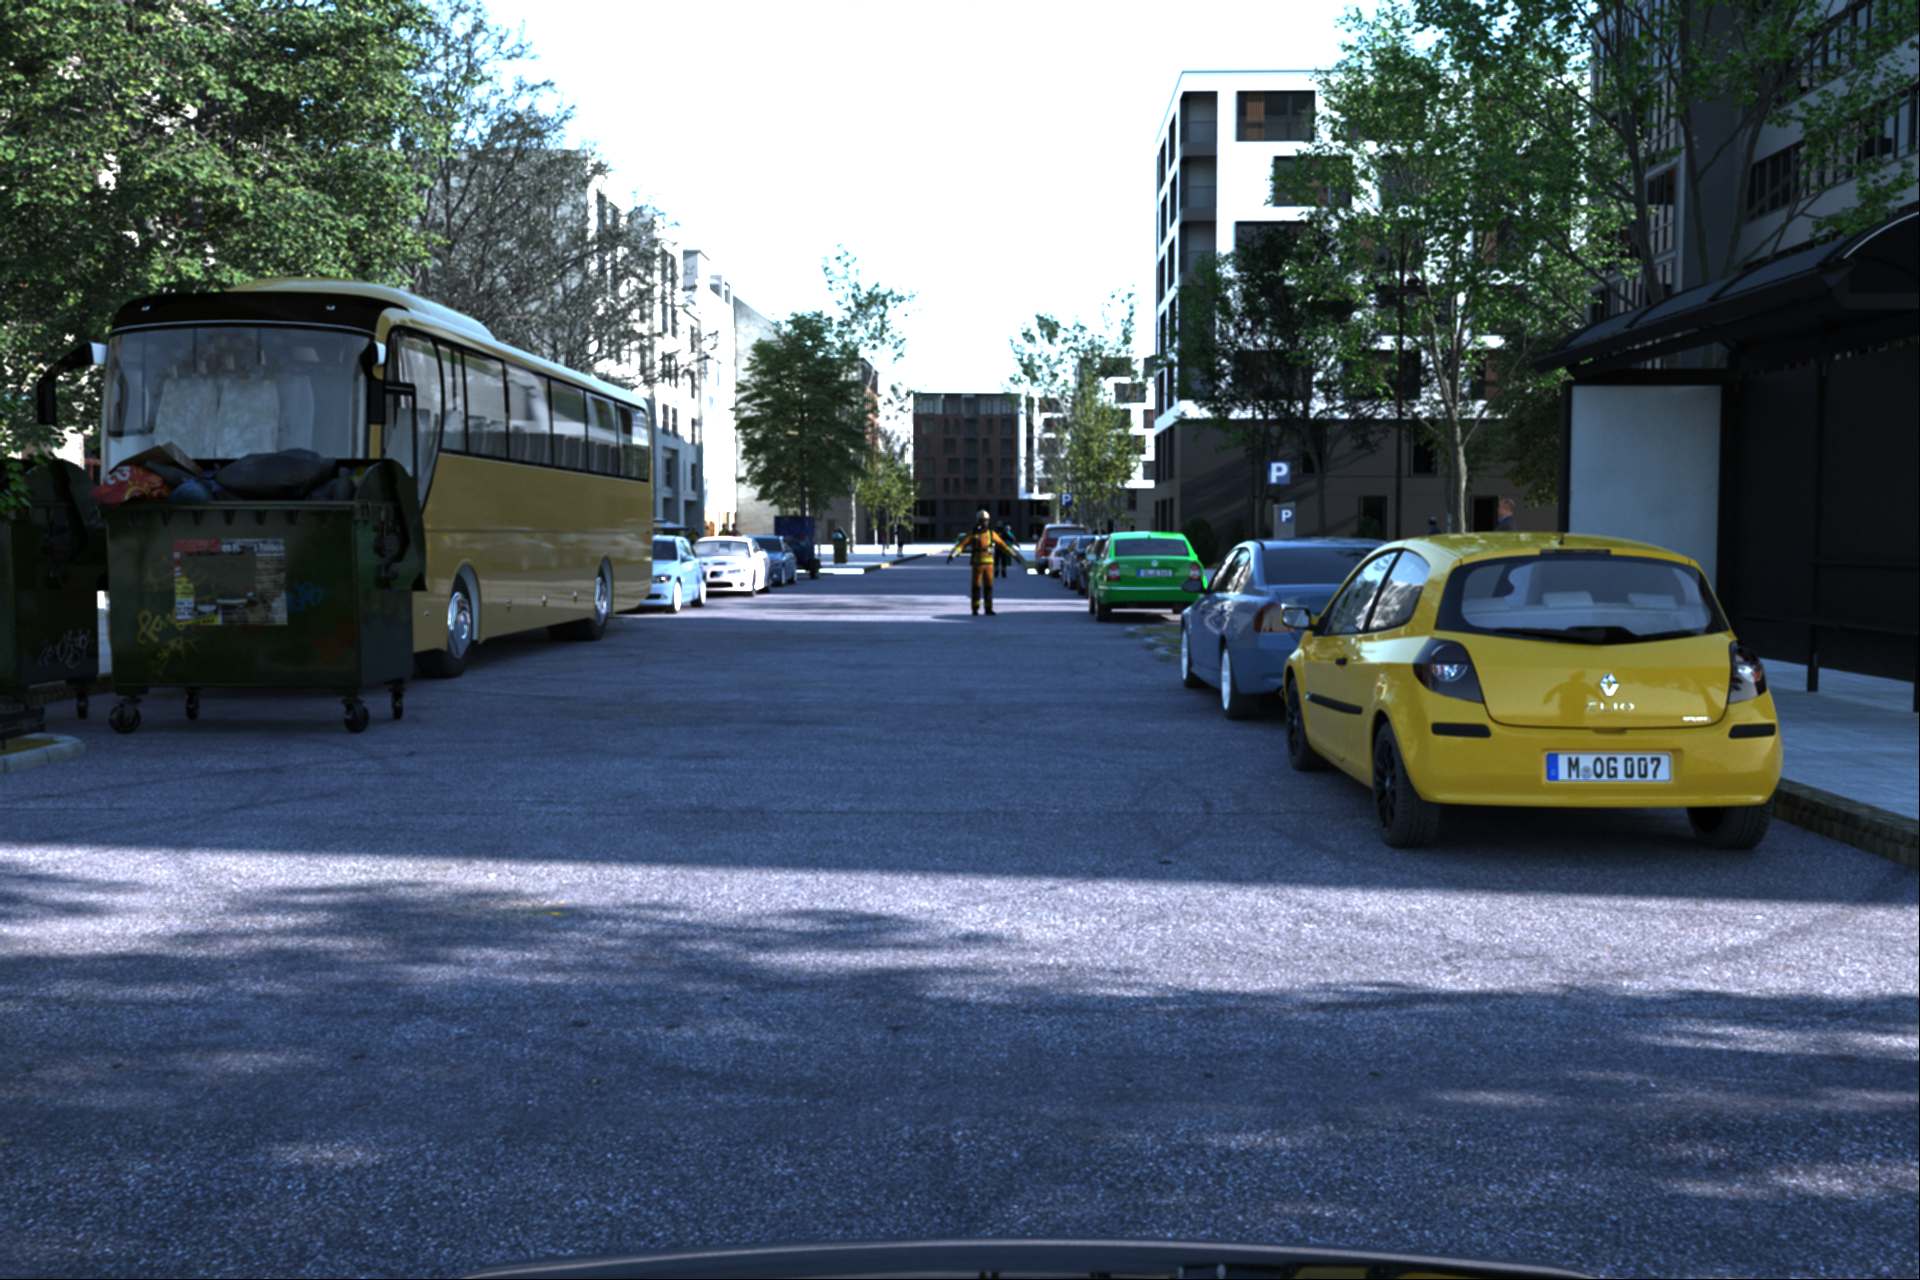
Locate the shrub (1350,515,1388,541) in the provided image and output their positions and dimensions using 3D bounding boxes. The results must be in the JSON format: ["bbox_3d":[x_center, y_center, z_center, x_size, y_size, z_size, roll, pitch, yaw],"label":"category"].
[{"bbox_3d":[16.133,-3.947,68.579,1.661,2.075,1.752,0,3,0],"label":"shrub"}]

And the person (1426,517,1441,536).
[{"bbox_3d":[15.970,-3.225,58.574,0.704,1.849,1.345,3,5,45],"label":"person"}]

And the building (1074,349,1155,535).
[{"bbox_3d":[27.499,-22.233,207.487,27.936,21.610,32.646,0,4,2],"label":"building"}]

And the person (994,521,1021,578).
[{"bbox_3d":[1.328,-2.989,57.109,1.354,1.856,0.705,0,4,8],"label":"person"}]

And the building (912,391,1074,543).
[{"bbox_3d":[5.209,-25.243,259.154,32.646,21.610,27.936,0,4,-5],"label":"building"}]

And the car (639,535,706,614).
[{"bbox_3d":[-5.916,-1.267,32.717,2.014,1.417,4.499,0,4,1],"label":"car"}]

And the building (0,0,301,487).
[{"bbox_3d":[-29.688,-13.348,54.394,11.583,22.565,21.152,0,4,1],"label":"building"}]

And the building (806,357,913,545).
[{"bbox_3d":[-20.866,-22.776,216.365,27.936,21.610,32.646,0,4,2],"label":"building"}]

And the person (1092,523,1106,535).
[{"bbox_3d":[6.910,-4.867,85.508,1.347,1.837,0.705,-2,4,-24],"label":"person"}]

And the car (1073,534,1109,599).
[{"bbox_3d":[3.624,-1.825,39.622,2.009,1.686,4.222,0,3,0],"label":"car"}]

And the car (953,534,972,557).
[{"bbox_3d":[0.563,-6.289,111.614,1.959,1.807,4.718,0,4,2],"label":"car"}]

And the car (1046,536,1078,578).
[{"bbox_3d":[3.919,-2.775,57.729,2.083,1.381,4.827,0,4,1],"label":"car"}]

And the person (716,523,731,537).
[{"bbox_3d":[-11.836,-4.940,86.738,1.349,1.833,0.705,3,5,41],"label":"person"}]

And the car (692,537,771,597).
[{"bbox_3d":[-5.581,-1.752,41.001,2.083,1.381,4.827,0,4,1],"label":"car"}]

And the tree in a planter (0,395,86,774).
[{"bbox_3d":[-6.680,-0.824,10.692,1.991,3.239,1.994,0,4,1],"label":"tree in a planter"}]

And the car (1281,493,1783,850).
[{"bbox_3d":[2.823,0.056,9.309,2.015,1.641,3.980,0,4,2],"label":"car"}]

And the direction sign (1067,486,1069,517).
[{"bbox_3d":[5.069,-5.445,81.027,0.379,3.537,0.876,0,3,0],"label":"direction sign"}]

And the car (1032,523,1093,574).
[{"bbox_3d":[3.794,-3.342,63.316,2.281,1.827,5.304,0,4,1],"label":"car"}]

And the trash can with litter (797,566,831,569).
[{"bbox_3d":[-5.606,-3.296,64.948,1.678,1.210,2.233,0,4,1],"label":"trash can with litter"}]

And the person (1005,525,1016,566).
[{"bbox_3d":[2.082,-4.188,77.055,0.704,1.817,1.347,3,5,45],"label":"person"}]

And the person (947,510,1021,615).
[{"bbox_3d":[0.400,-1.370,30.627,1.354,1.858,0.705,-1,4,-16],"label":"person"}]

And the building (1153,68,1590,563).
[{"bbox_3d":[24.183,-15.210,92.665,27.936,21.610,32.646,0,4,2],"label":"building"}]

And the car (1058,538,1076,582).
[{"bbox_3d":[3.838,-2.319,50.495,1.945,1.354,3.894,0,4,1],"label":"car"}]

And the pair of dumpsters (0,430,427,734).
[{"bbox_3d":[-6.370,-0.484,12.858,4.436,2.255,1.574,0,4,2],"label":"pair of dumpsters"}]

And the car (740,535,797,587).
[{"bbox_3d":[-5.625,-2.239,48.603,2.014,1.417,4.499,0,4,1],"label":"car"}]

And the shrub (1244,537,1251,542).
[{"bbox_3d":[10.953,-3.333,65.617,1.383,1.207,1.383,0,3,0],"label":"shrub"}]

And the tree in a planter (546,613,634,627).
[{"bbox_3d":[-6.304,-1.859,27.619,1.991,3.239,1.994,0,4,1],"label":"tree in a planter"}]

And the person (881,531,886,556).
[{"bbox_3d":[-4.399,-5.628,101.283,0.599,1.433,0.991,0,4,-5],"label":"person"}]

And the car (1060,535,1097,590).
[{"bbox_3d":[3.681,-2.075,45.925,2.014,1.417,4.499,0,4,1],"label":"car"}]

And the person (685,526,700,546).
[{"bbox_3d":[-15.730,-5.838,101.916,1.216,1.772,0.721,2,4,33],"label":"person"}]

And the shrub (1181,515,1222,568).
[{"bbox_3d":[9.022,-3.727,65.364,1.690,2.028,1.600,0,3,0],"label":"shrub"}]

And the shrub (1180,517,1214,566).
[{"bbox_3d":[9.365,-3.944,68.908,1.690,2.028,1.600,0,3,0],"label":"shrub"}]

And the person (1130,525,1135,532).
[{"bbox_3d":[8.893,-5.104,90.164,0.721,1.740,1.216,3,5,44],"label":"person"}]

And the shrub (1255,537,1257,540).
[{"bbox_3d":[12.030,-3.625,70.380,1.383,1.207,1.383,0,3,0],"label":"shrub"}]

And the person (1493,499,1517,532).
[{"bbox_3d":[7.321,-1.031,23.450,0.434,1.755,0.990,1,4,22],"label":"person"}]

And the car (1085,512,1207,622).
[{"bbox_3d":[3.149,-1.276,29.652,1.959,1.807,4.718,0,4,2],"label":"car"}]

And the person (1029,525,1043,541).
[{"bbox_3d":[4.478,-5.568,97.217,1.347,1.806,0.705,-3,4,-36],"label":"person"}]

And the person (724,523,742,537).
[{"bbox_3d":[-9.319,-3.922,70.924,1.217,1.733,0.721,2,4,26],"label":"person"}]

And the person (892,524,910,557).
[{"bbox_3d":[-3.298,-5.493,95.956,0.704,1.843,1.345,3,5,43],"label":"person"}]

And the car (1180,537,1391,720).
[{"bbox_3d":[2.932,-0.162,14.651,2.014,1.417,4.499,0,4,1],"label":"car"}]
